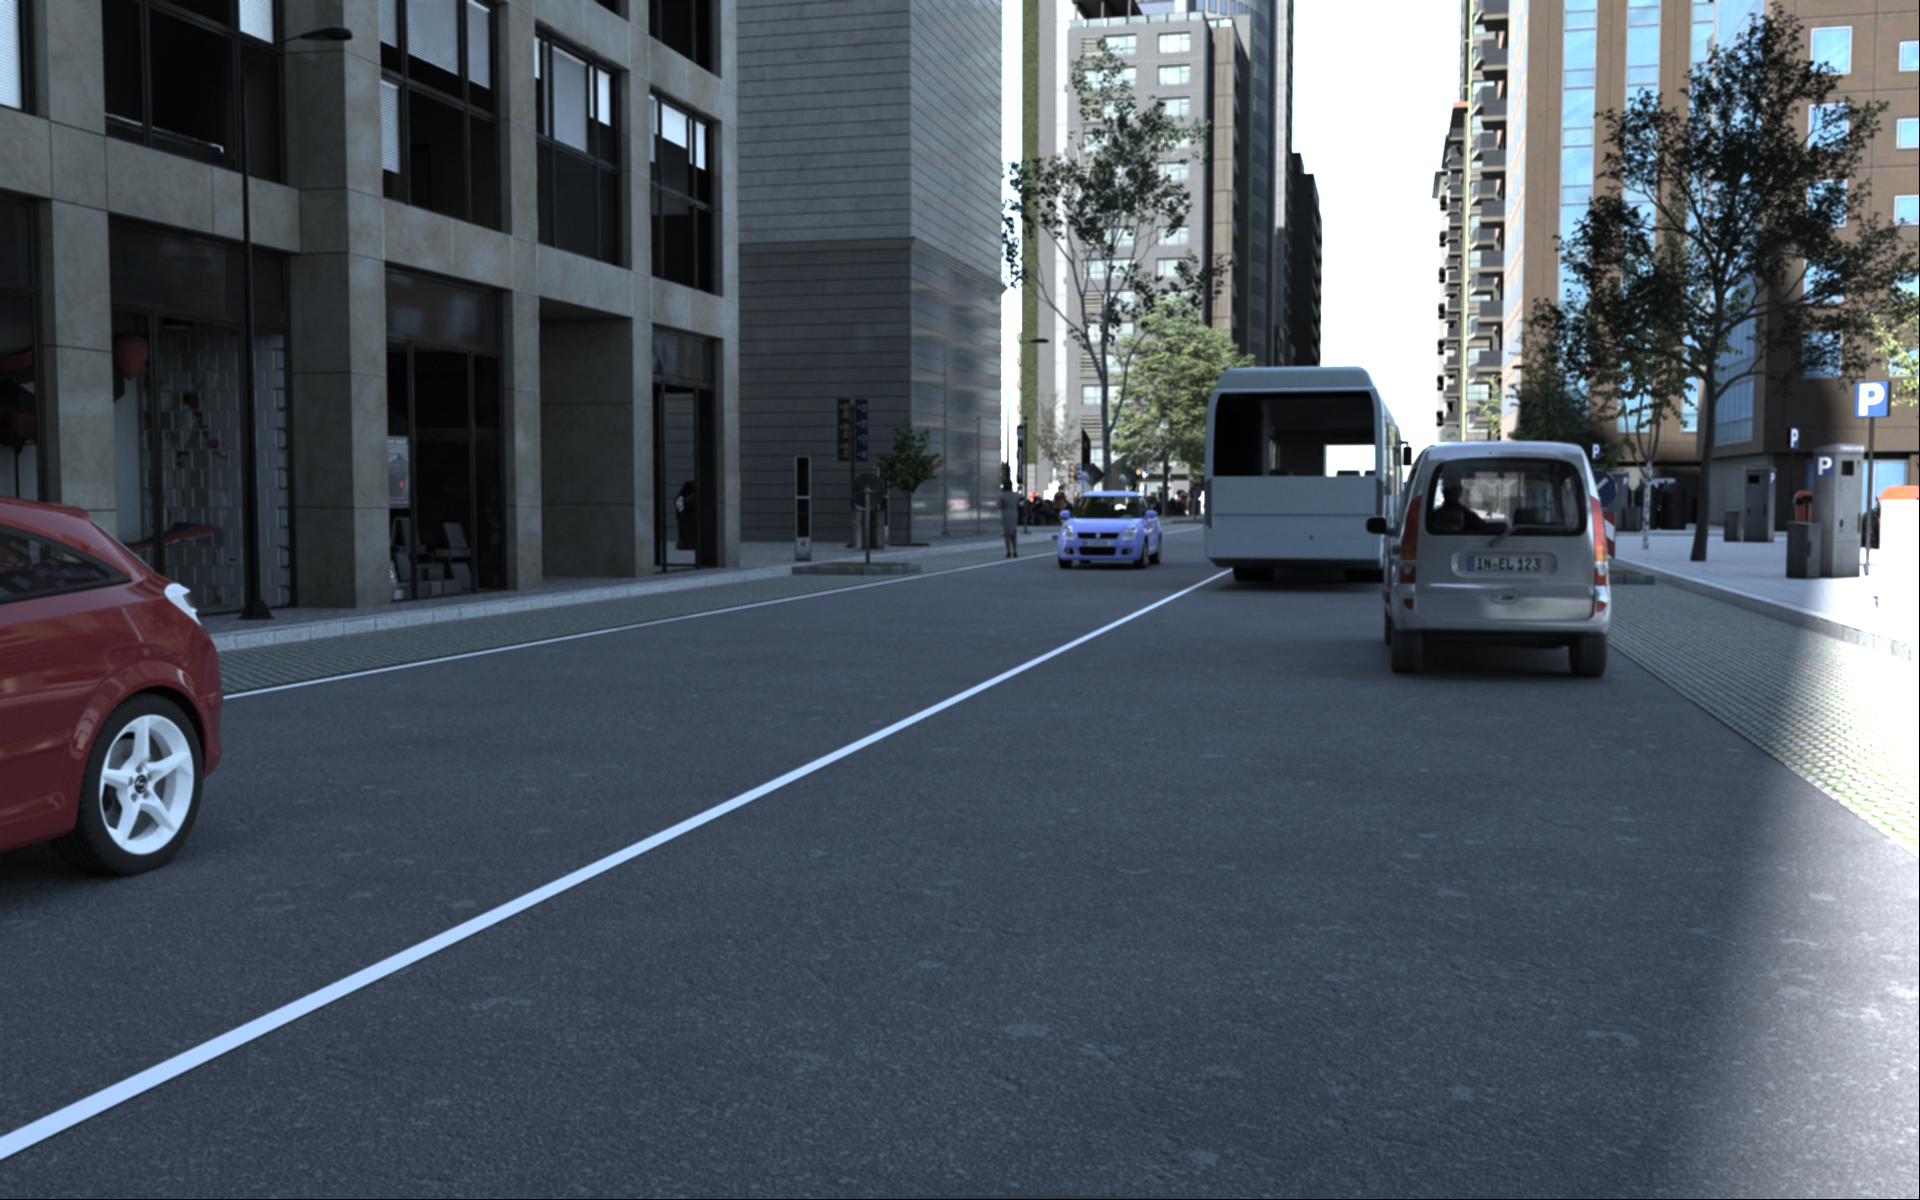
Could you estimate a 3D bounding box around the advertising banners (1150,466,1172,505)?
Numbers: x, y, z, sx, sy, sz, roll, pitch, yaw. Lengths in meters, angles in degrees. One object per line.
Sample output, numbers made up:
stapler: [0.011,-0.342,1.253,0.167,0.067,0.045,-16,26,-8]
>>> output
advertising banners: [12.459,-6.789,107.190,2.074,3.025,0.090,-3,5,-45]

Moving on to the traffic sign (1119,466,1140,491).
traffic sign: [6.149,-3.627,62.940,0.795,2.450,0.064,1,4,14]

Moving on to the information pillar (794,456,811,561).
information pillar: [-3.014,-1.757,33.221,0.304,2.012,0.304,0,4,-7]

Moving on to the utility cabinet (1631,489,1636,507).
utility cabinet: [28.931,-4.041,74.749,1.173,1.500,0.318,2,4,34]

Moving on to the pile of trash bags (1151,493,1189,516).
pile of trash bags: [12.656,-5.699,102.924,1.912,1.369,3.447,2,4,34]

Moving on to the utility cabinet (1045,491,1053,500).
utility cabinet: [6.858,-7.384,129.407,0.318,1.500,1.173,-3,5,-44]

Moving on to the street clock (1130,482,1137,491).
street clock: [8.982,-5.214,89.823,0.358,2.002,0.471,-1,4,-13]

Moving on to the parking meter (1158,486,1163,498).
parking meter: [14.673,-7.399,126.687,0.399,1.863,0.255,1,4,18]

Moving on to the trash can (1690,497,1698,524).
trash can: [31.587,-3.813,74.002,0.748,1.137,0.748,0,3,0]

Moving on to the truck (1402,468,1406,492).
truck: [42.859,-11.093,171.123,2.967,4.110,18.799,1,4,12]

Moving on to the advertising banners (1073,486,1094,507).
advertising banners: [8.181,-7.216,114.161,0.090,3.025,2.074,-3,5,-41]

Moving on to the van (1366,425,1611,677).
van: [4.570,-0.493,15.072,2.013,2.044,4.112,1,4,13]

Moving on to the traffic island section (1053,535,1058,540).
traffic island section: [4.191,-2.017,55.259,2.009,0.180,2.903,1,4,14]

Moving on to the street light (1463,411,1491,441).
street light: [29.170,-7.626,97.223,1.470,5.913,1.316,1,4,14]

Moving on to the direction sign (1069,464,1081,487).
direction sign: [8.628,-8.434,129.885,0.876,3.537,0.379,0,4,7]

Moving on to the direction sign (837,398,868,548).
direction sign: [-2.558,-3.017,41.327,0.876,3.537,0.379,-3,5,-41]

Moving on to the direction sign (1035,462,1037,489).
direction sign: [5.411,-8.028,123.253,0.379,3.537,0.876,0,4,6]

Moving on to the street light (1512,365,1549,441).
street light: [20.600,-5.503,62.511,1.470,5.913,1.316,1,4,14]

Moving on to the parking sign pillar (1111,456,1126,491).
parking sign pillar: [10.503,-7.836,116.583,1.447,3.967,1.447,0,4,0]

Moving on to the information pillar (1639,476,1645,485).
information pillar: [27.333,-3.956,69.174,0.304,2.012,0.304,-1,4,-19]

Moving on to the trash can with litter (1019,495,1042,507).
trash can with litter: [4.131,-5.527,101.431,2.233,1.210,1.678,0,4,4]

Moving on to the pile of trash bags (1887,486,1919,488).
pile of trash bags: [11.897,-0.647,20.329,3.447,1.369,1.912,-2,4,-31]

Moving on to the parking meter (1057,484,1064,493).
parking meter: [6.038,-5.998,103.774,0.399,1.863,0.255,-1,4,-22]

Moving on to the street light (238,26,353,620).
street light: [-6.708,-2.749,17.483,1.470,5.913,1.316,1,4,14]

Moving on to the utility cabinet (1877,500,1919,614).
utility cabinet: [10.426,-0.454,18.584,1.020,1.237,0.306,0,4,-5]

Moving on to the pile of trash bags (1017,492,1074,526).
pile of trash bags: [3.395,-3.768,71.352,1.912,1.369,3.447,2,4,31]

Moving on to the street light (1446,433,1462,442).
street light: [39.336,-10.114,137.907,1.470,5.913,1.316,1,4,14]

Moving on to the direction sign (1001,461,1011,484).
direction sign: [3.104,-7.748,118.676,0.379,3.537,0.876,2,4,33]

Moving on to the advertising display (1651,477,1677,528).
advertising display: [26.298,-3.648,64.851,0.974,1.923,0.123,2,4,29]

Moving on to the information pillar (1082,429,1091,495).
information pillar: [4.556,-4.364,62.712,0.183,3.616,0.504,2,4,35]

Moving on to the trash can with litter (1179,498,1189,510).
trash can with litter: [17.677,-7.590,135.485,1.055,1.170,0.624,-1,4,-20]

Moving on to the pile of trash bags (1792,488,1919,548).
pile of trash bags: [21.789,-1.936,41.408,3.447,1.369,1.912,1,4,23]

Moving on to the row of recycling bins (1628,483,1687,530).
row of recycling bins: [24.401,-3.402,62.731,3.534,1.692,1.069,1,4,21]

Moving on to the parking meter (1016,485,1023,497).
parking meter: [3.696,-6.235,107.645,0.399,1.863,0.255,-1,4,-13]

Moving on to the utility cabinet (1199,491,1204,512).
utility cabinet: [17.805,-7.139,125.401,0.318,1.500,1.173,-3,5,-39]

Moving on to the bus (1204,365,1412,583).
bus: [6.570,-2.233,31.371,2.948,3.499,13.247,1,4,15]

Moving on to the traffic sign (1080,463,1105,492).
traffic sign: [4.216,-3.153,55.191,0.795,2.450,0.064,1,4,14]

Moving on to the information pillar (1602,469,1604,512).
information pillar: [18.460,-2.789,50.095,0.304,2.012,0.304,2,4,28]

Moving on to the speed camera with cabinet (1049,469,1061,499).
speed camera with cabinet: [7.043,-8.158,127.716,0.660,3.252,2.038,1,4,13]

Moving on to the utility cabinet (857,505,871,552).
utility cabinet: [-2.164,-1.692,38.831,0.306,1.237,1.020,0,4,-5]

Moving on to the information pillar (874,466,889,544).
information pillar: [-2.032,-2.464,44.770,0.304,2.012,0.304,-2,4,-25]

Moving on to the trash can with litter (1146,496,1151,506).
trash can with litter: [13.098,-6.694,120.838,0.624,1.170,1.055,2,4,30]

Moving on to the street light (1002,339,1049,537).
street light: [1.970,-4.861,52.021,1.470,5.913,1.316,1,4,14]
